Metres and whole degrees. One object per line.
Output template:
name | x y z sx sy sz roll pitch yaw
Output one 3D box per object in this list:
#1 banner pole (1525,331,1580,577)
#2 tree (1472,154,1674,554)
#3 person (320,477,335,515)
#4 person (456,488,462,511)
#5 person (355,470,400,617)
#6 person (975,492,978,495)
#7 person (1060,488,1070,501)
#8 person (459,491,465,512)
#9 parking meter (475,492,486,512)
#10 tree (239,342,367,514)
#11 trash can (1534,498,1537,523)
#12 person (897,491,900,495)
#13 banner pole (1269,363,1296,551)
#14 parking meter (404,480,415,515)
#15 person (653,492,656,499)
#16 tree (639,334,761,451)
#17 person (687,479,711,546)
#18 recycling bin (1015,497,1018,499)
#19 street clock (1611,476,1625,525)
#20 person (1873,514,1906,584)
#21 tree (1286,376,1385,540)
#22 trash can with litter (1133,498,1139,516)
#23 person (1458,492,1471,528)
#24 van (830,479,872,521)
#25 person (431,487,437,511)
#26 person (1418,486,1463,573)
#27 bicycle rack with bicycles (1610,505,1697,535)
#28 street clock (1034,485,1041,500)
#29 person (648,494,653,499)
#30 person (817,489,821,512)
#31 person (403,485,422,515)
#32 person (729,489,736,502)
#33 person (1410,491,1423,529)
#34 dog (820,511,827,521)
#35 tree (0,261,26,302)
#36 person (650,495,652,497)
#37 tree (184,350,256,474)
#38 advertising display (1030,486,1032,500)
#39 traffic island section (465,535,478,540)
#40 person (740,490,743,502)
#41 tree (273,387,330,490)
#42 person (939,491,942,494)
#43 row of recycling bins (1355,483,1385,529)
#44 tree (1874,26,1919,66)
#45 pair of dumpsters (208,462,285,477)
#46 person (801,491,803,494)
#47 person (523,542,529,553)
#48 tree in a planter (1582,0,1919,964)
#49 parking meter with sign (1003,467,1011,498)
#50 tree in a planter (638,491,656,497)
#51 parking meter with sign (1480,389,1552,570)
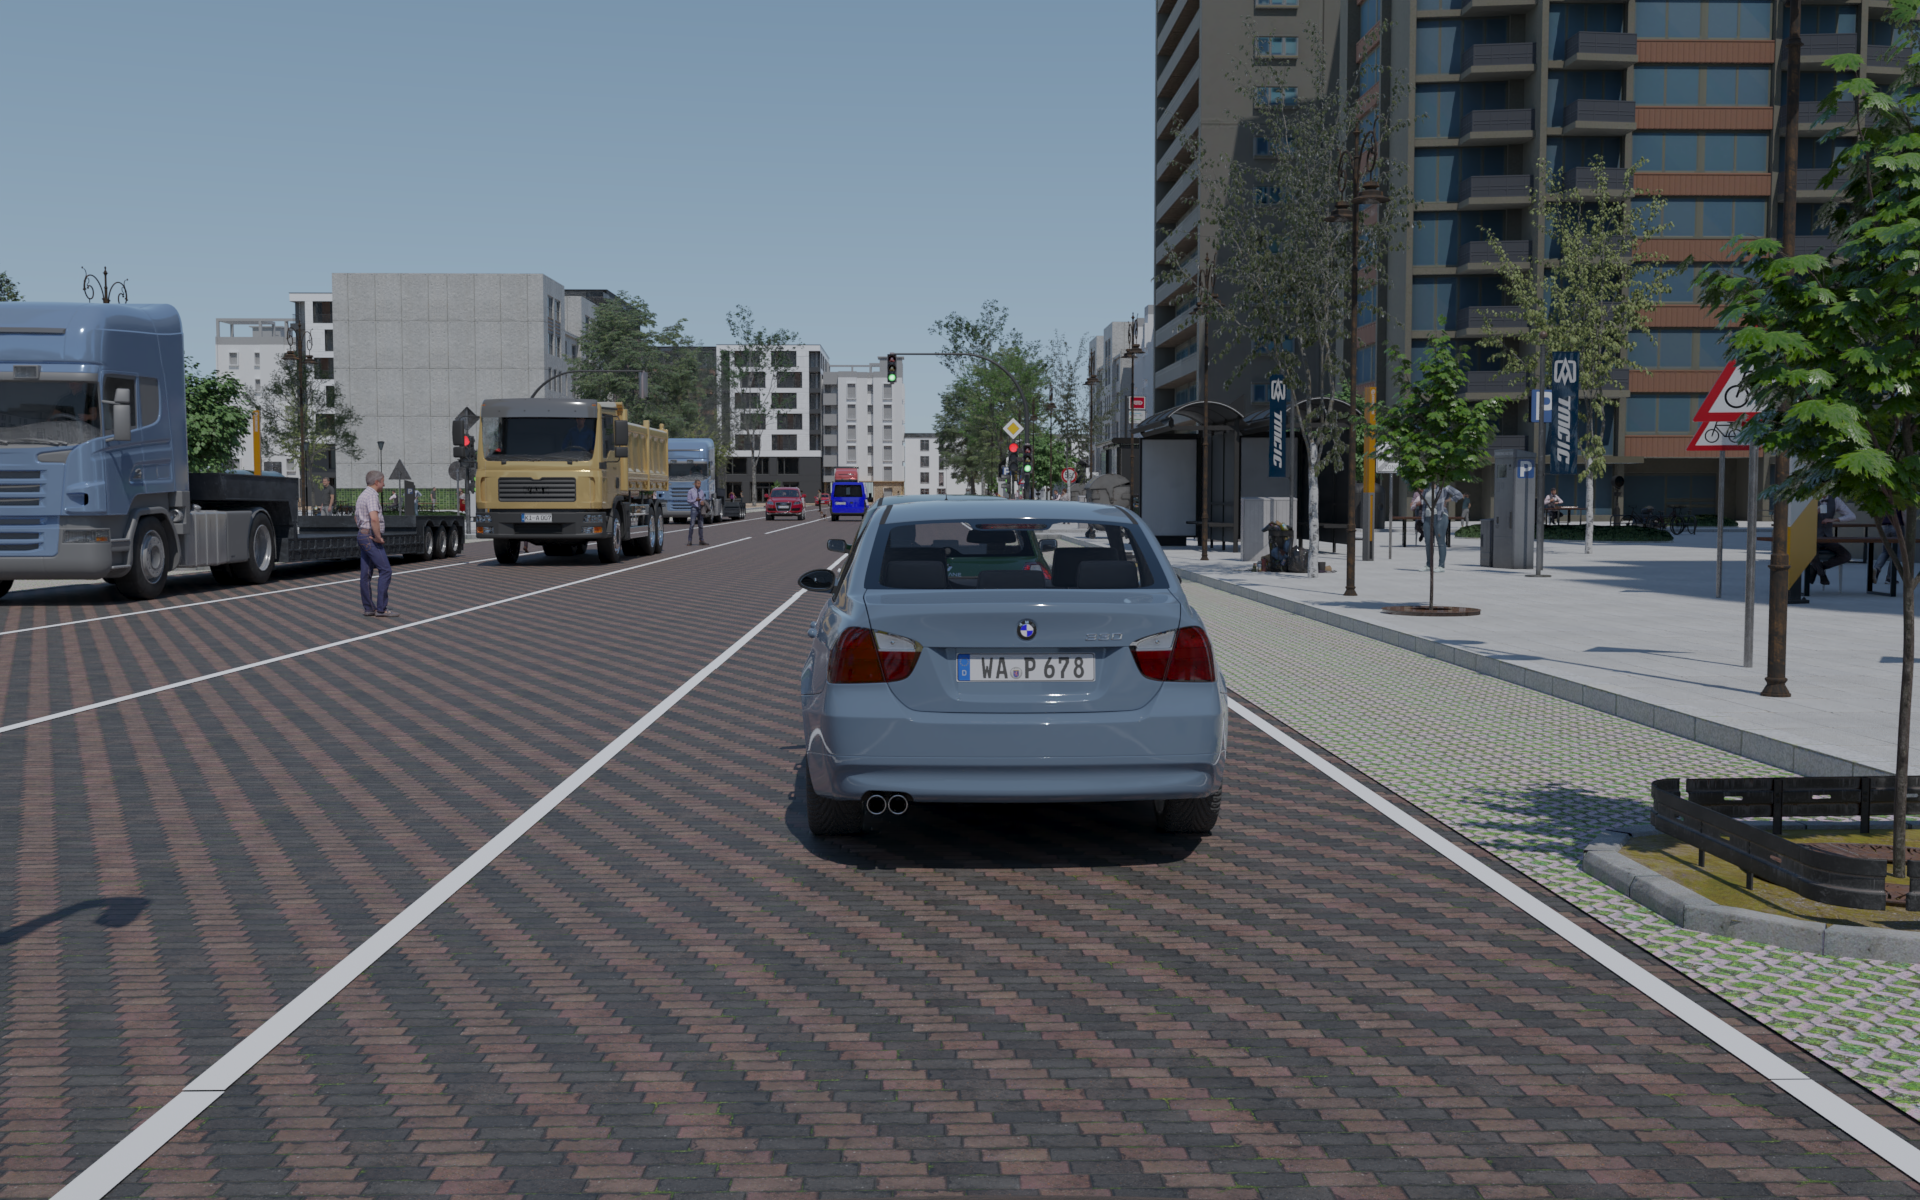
banner pole | 9.179 -2.246 26.747 0.863 3.779 0.401 -1 4 -11
tree | 13.248 -5.291 36.871 4.737 8.622 4.395 0 3 0
person | -19.933 -2.954 54.467 0.434 1.807 0.598 -3 4 -37
person | -38.211 -7.684 132.360 0.565 1.739 0.600 3 5 40
person | -6.852 -0.667 20.340 0.436 1.711 0.756 -2 4 -25
person | 1.645 -11.250 190.699 1.217 1.735 0.721 -1 4 -23
person | 4.480 -3.981 73.596 0.523 1.526 0.387 3 4 39
person | -34.847 -6.906 121.420 0.523 1.526 0.387 1 4 14
parking meter | -18.904 -3.662 68.292 0.372 1.533 0.369 0 3 0
tree | -40.325 -10.561 107.091 7.601 10.594 8.767 0 4 6
trash can | 21.749 -3.296 65.547 0.748 1.137 0.748 0 3 0
person | -7.447 -12.213 208.194 0.705 1.823 1.348 1 4 20
banner pole | 5.956 -2.561 31.891 0.863 3.779 0.401 -3 4 -38
parking meter | -22.801 -4.041 71.784 0.399 1.863 0.255 -2 4 -30
person | -28.190 -9.407 160.522 0.621 1.740 0.551 1 4 9
tree | -20.283 -13.604 132.793 12.009 13.543 11.850 0 3 0
person | -7.237 -2.427 48.045 0.709 1.838 0.599 -3 5 -42
recycling bin | 4.155 -7.177 129.905 0.722 1.027 0.722 -1 4 -15
street clock | 25.746 -3.870 67.845 0.471 2.002 0.358 -1 4 -17
person | 13.202 -1.005 24.687 0.471 1.553 0.569 0 4 7
tree | 10.751 -3.963 48.515 4.285 4.588 4.351 0 3 0
trash can with litter | 6.035 -2.717 55.803 1.055 1.170 0.624 1 4 9
person | 18.924 -3.367 64.995 0.340 1.345 0.435 3 4 39
van | -5.871 -5.391 92.522 2.240 2.365 5.245 0 4 -1
person | -38.932 -7.463 128.190 0.434 1.807 0.598 1 4 21
person | 7.825 -1.325 28.436 0.376 1.734 0.841 -2 4 -27
bicycle rack with bicycles | 22.223 -2.547 55.032 2.925 0.926 2.852 -1 4 -20
street clock | 4.854 -6.310 107.742 0.471 2.002 0.358 2 4 35
person | -36.789 -12.138 205.209 0.721 1.735 1.217 3 5 43
person | -11.438 -8.089 140.771 0.705 1.823 1.348 0 4 -2
person | -25.870 -4.599 81.955 0.841 1.734 0.376 0 4 -2
person | -22.553 -10.083 171.582 0.721 1.739 1.217 -3 5 -41
person | 14.543 -2.856 54.705 0.963 1.587 0.435 -1 4 -21
dog | -7.395 -4.563 93.886 0.406 0.507 0.540 0 4 -8
tree | -46.054 -9.971 80.033 9.611 12.733 9.660 0 3 0
person | -33.712 -11.377 191.989 1.348 1.831 0.705 1 4 16
tree | -17.593 -3.389 39.130 4.285 4.588 4.351 0 3 0
advertising display | 3.616 -5.184 89.974 0.123 1.923 0.974 -1 4 -10
traffic island section | -15.805 -2.040 55.635 2.009 0.180 2.903 0 4 -1
person | -25.933 -12.209 206.372 0.721 1.735 1.217 0 4 0
tree | -43.275 -10.009 114.005 4.737 8.622 4.395 0 3 0
person | -2.347 -12.256 209.023 1.348 1.807 0.705 2 4 29
row of recycling bins | 15.063 -3.543 65.049 1.069 1.692 3.534 0 4 -4
tree | 12.398 -4.207 19.147 4.737 8.622 4.395 0 3 0
pair of dumpsters | -20.899 -2.929 50.381 1.574 2.255 4.437 0 4 -1
person | -19.406 -12.471 212.032 0.705 1.869 1.348 -1 4 -12
person | -10.651 -1.897 42.206 0.574 1.496 0.600 2 4 25
tree in a planter | 3.350 -0.541 6.075 1.991 3.239 1.994 0 4 -1
parking meter with sign | 2.975 -7.054 111.588 0.543 3.016 1.738 0 4 5
tree in a planter | -16.249 -5.569 88.278 1.991 3.239 1.994 0 4 -1
parking meter with sign | 9.558 -2.051 29.795 0.543 3.016 1.738 -1 4 -14
